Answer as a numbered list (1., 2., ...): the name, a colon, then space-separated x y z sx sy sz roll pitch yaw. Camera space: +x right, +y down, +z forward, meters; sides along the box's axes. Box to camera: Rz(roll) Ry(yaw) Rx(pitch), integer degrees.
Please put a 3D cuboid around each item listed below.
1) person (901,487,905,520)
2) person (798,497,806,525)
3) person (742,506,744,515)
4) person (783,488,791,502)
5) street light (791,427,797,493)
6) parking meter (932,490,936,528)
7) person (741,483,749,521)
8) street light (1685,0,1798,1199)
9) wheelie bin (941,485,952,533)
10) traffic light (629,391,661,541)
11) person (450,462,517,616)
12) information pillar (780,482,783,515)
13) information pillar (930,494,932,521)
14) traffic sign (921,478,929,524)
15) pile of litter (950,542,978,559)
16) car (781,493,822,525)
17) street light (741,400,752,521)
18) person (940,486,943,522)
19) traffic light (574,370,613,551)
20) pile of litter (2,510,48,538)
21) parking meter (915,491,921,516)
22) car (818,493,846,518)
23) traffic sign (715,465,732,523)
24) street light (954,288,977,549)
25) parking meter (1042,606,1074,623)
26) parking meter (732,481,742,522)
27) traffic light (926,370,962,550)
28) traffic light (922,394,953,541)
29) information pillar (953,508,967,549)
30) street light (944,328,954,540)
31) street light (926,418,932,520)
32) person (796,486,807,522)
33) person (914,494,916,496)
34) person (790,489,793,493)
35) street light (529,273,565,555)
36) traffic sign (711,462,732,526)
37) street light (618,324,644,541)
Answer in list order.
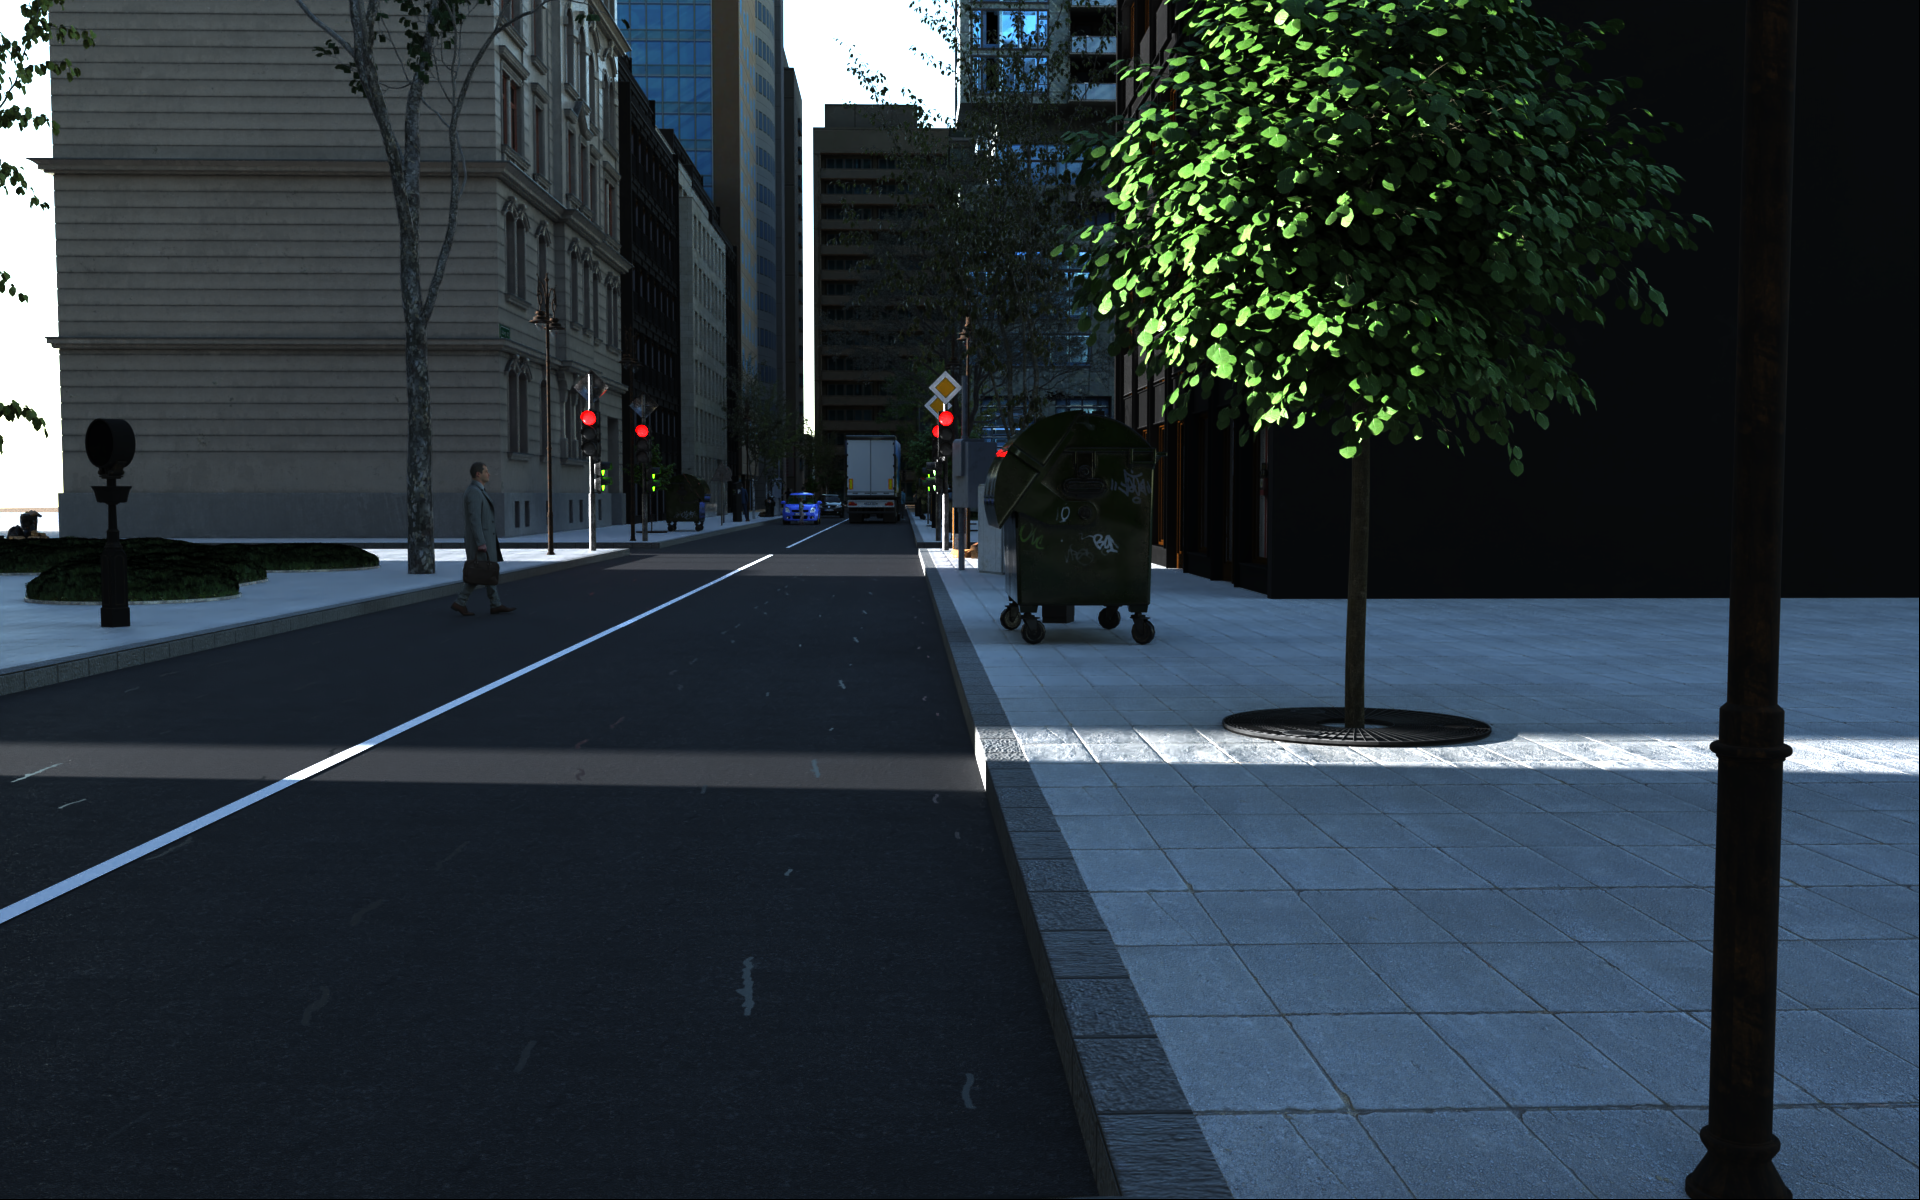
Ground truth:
1. person: -3.322 -5.366 96.245 0.660 1.820 0.620 2 4 30
2. person: -7.263 -4.085 79.575 0.394 1.301 0.425 -1 4 -17
3. person: -13.671 -6.242 108.198 0.694 1.812 0.767 -2 4 -29
4. person: -14.349 -8.478 144.665 1.348 1.822 0.705 -1 4 -8
5. street light: -11.402 -8.974 119.505 0.468 5.910 1.993 0 4 -2
6. parking meter: -0.888 -3.492 65.500 0.372 1.533 0.369 0 3 0
7. person: -10.201 -4.586 81.202 0.721 1.800 0.419 -1 4 -10
8. street light: 1.419 -1.847 2.979 0.468 5.910 1.993 0 4 -2
9. wheelie bin: -0.232 -3.052 57.809 0.693 1.594 0.980 -1 4 -21
10. traffic light: -8.569 -3.559 47.107 0.839 4.253 0.868 0 4 -2
11. person: -5.656 -0.730 20.532 0.767 1.812 0.694 -1 4 -17
12. information pillar: -10.797 -6.081 103.921 0.304 2.012 0.304 1 4 23
13. information pillar: -1.318 -5.525 81.692 0.183 3.616 0.504 0 4 -4
14. traffic sign: -1.363 -4.529 74.152 0.768 2.556 0.104 0 4 0
15. pile of litter: 0.383 -1.277 34.844 1.176 0.858 1.719 0 4 2
16. car: -7.493 -4.432 82.049 1.945 1.707 3.694 0 4 -3
17. street light: -10.237 -6.766 83.419 0.468 5.910 1.993 0 4 -2
18. person: -0.718 -4.516 79.986 0.767 1.812 0.694 1 4 9
19. traffic light: -8.301 -3.071 39.126 0.839 4.253 0.868 0 4 -2
20. pile of litter: -24.892 -1.973 46.229 1.719 0.858 1.176 0 4 5
21. parking meter: -2.398 -5.559 99.303 0.372 1.533 0.369 0 3 0
22. car: -7.891 -5.827 105.054 2.009 1.686 4.222 0 4 -3
23. traffic sign: -10.448 -4.672 76.489 0.768 2.556 0.104 0 4 3
24. street light: 0.178 -4.053 39.062 0.468 5.910 1.993 0 4 -2
25. parking meter: 0.984 -0.708 17.291 0.255 1.863 0.399 1 4 18
26. parking meter: -10.315 -4.551 80.113 0.255 1.863 0.399 3 4 38
27. traffic light: -0.345 -3.088 39.409 0.839 4.253 0.868 0 4 -2
28. traffic light: -0.613 -3.576 47.389 0.839 4.253 0.868 0 4 -2
29. information pillar: -0.003 -1.939 36.199 0.304 2.012 0.304 0 4 -2
30. street light: -0.189 -4.617 48.280 0.468 5.910 1.993 0 4 -2
31. street light: -1.438 -6.871 85.122 0.468 5.910 1.993 0 4 -2
32. person: -8.106 -4.877 88.261 0.660 1.820 0.620 3 4 39
33. person: -4.692 -11.546 195.537 1.217 1.735 0.721 -1 4 -21
34. person: -14.543 -8.787 150.436 0.721 1.736 1.217 0 4 0
35. street light: -8.643 -3.891 36.406 0.468 5.910 1.993 0 4 -2
36. traffic sign: -9.708 -4.313 70.516 0.884 2.594 0.081 0 4 1
37. street light: -8.971 -4.560 47.337 0.468 5.910 1.993 0 4 -2
